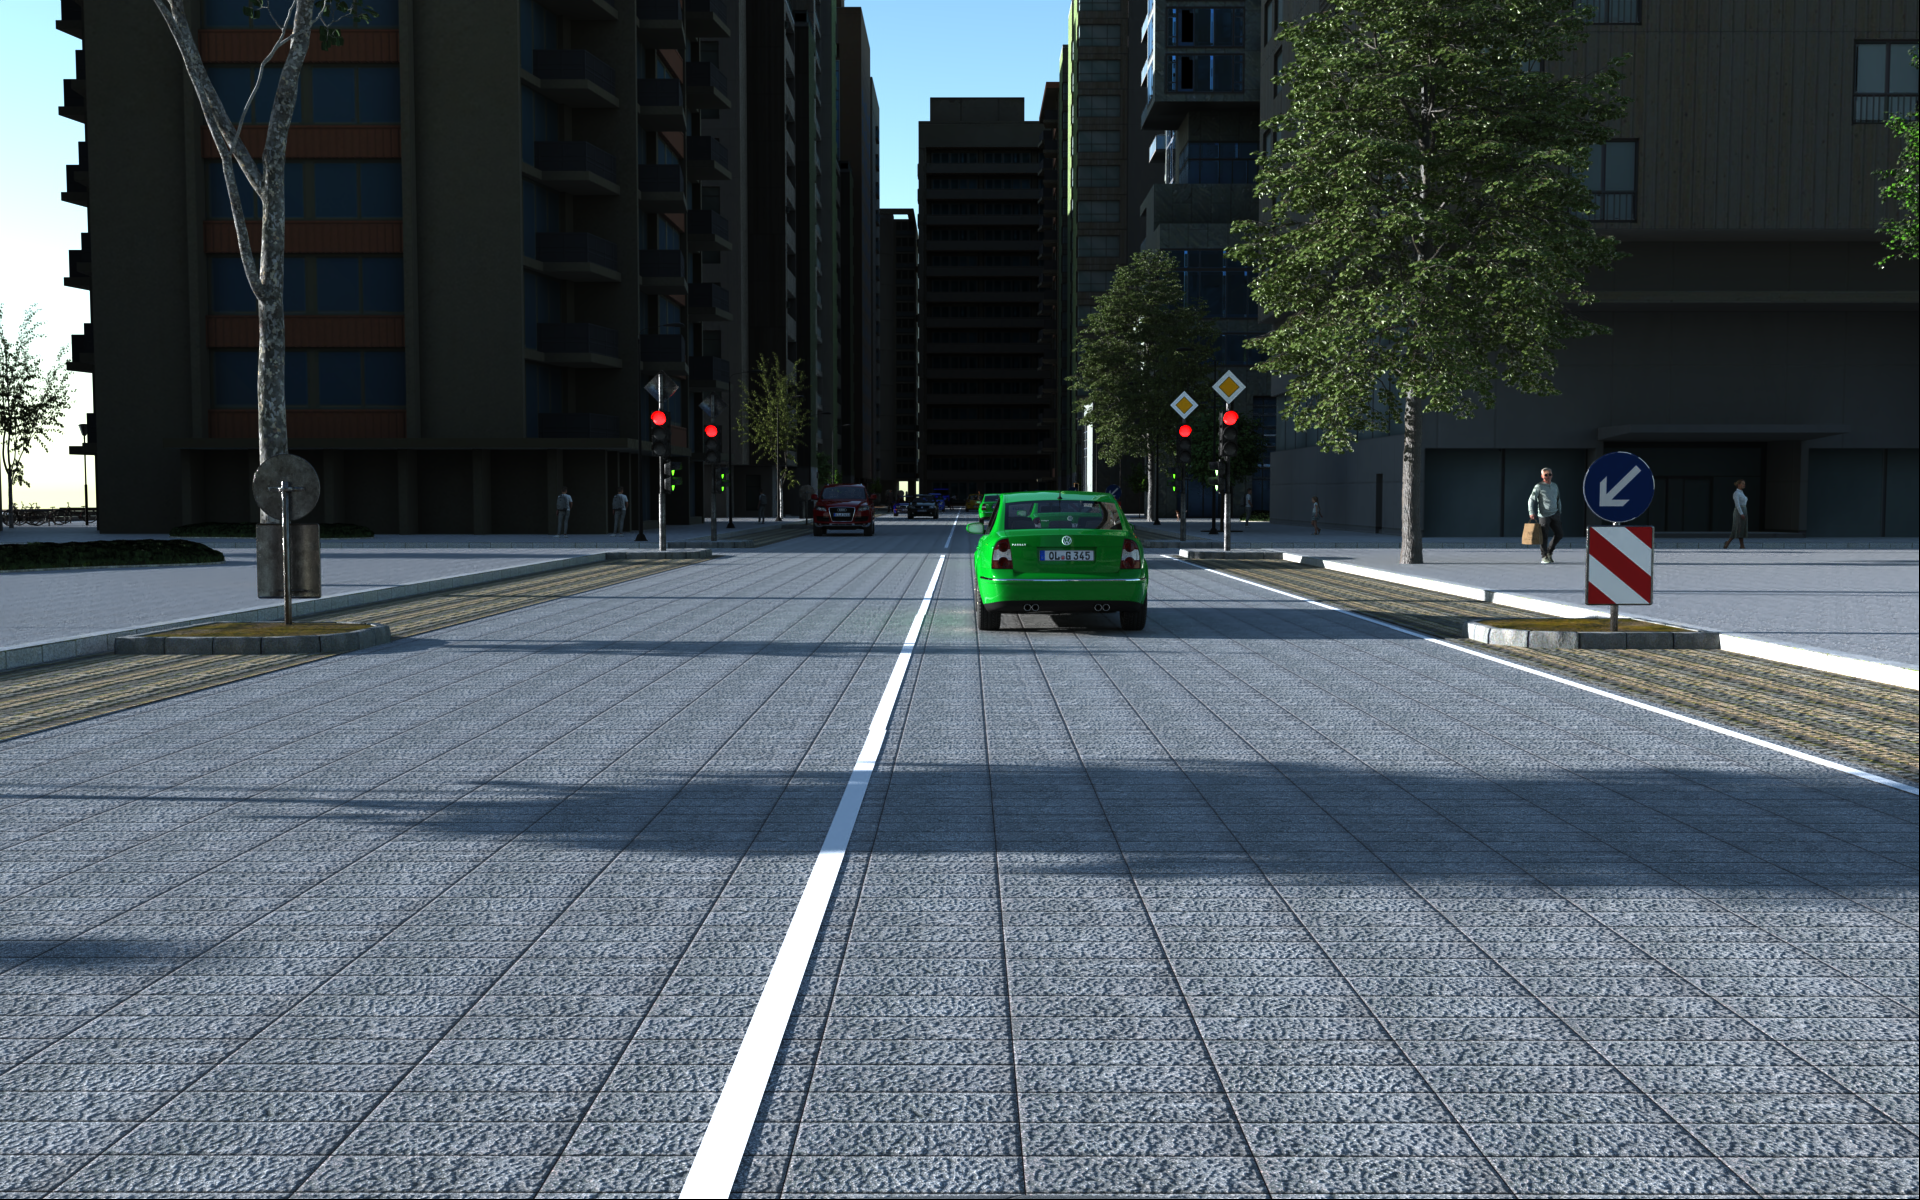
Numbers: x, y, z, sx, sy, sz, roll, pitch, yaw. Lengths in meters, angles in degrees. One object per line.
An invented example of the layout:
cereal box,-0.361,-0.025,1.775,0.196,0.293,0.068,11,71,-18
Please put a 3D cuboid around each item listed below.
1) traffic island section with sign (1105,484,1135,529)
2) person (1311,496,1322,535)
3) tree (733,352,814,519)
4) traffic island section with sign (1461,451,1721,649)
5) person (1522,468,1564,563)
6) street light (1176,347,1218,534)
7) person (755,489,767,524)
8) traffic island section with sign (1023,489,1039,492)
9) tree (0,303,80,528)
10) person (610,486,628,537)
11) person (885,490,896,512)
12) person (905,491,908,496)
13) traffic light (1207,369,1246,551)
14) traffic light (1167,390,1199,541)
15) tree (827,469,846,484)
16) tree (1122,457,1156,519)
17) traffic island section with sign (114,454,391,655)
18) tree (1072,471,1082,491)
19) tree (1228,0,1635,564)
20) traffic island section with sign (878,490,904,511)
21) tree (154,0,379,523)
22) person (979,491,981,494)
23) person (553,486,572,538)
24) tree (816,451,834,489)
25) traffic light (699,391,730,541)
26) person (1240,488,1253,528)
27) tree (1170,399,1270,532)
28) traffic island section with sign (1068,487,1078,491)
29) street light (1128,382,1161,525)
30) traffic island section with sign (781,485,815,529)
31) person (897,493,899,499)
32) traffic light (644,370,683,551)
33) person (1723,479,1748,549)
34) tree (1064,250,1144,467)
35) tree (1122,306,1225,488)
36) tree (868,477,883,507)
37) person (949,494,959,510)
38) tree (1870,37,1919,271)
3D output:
traffic island section with sign,6.197,-3.866,71.839,1.989,1.847,2.006,0,4,0
person,11.215,-2.648,54.352,0.382,1.210,0.505,0,4,7
tree,-9.336,-8.473,88.901,4.737,8.622,4.395,0,3,0
traffic island section with sign,6.009,-0.503,16.848,1.989,1.847,2.006,0,4,0
person,10.804,-1.567,32.149,0.782,1.767,0.515,-1,4,-20
street light,7.544,-5.045,55.022,1.470,5.913,1.316,0,4,0
person,-8.552,-4.029,74.516,0.523,1.515,0.503,0,4,1
traffic island section with sign,6.460,-8.587,149.027,1.989,1.847,2.006,0,4,0
tree,-35.704,-7.037,65.421,4.360,8.622,3.978,0,3,0
person,-10.299,-2.668,52.268,0.503,1.515,0.523,-3,5,-42
person,-5.436,-7.695,134.873,0.990,1.755,0.434,-2,4,-29
person,-5.935,-11.422,195.975,0.721,1.736,1.217,0,4,7
traffic light,6.036,-3.072,39.142,0.839,4.253,0.868,0,4,0
traffic light,6.063,-3.560,47.127,0.839,4.253,0.868,0,4,0
tree,-8.503,-7.722,120.853,1.663,3.219,1.824,0,3,0
tree,9.420,-5.857,90.368,1.663,3.219,1.824,0,3,0
traffic island section with sign,-6.516,-0.469,16.301,1.989,1.847,2.006,0,4,0
tree,8.948,-8.017,125.683,1.663,3.219,1.824,0,3,0
tree,8.585,-6.922,31.297,7.486,12.596,7.792,0,3,0
traffic island section with sign,-6.067,-8.633,149.782,1.989,1.847,2.006,0,4,0
tree,-10.799,-10.325,24.698,12.611,20.169,13.585,0,3,0
person,1.837,-9.590,166.006,1.217,1.735,0.721,2,4,27
person,-11.661,-2.581,50.834,0.523,1.515,0.503,3,5,39
tree,-9.804,-7.868,112.353,4.285,4.588,4.351,0,3,0
traffic light,-6.698,-3.562,47.154,0.839,4.253,0.868,0,4,0
person,10.974,-3.510,66.020,0.523,1.515,0.503,-3,5,-42
tree,8.829,-4.595,58.836,4.285,4.588,4.351,0,3,0
traffic island section with sign,6.291,-5.515,98.794,1.989,1.847,2.006,0,4,0
street light,7.651,-6.072,71.823,1.470,5.913,1.316,0,4,0
traffic island section with sign,-6.329,-3.869,71.891,1.989,1.847,2.006,0,4,0
person,-6.692,-11.041,189.573,0.434,1.755,0.990,0,4,-5
traffic light,-6.725,-3.073,39.169,0.839,4.253,0.868,0,4,0
person,19.378,-2.109,43.200,0.478,1.798,0.641,-3,4,-37
tree,8.570,-9.961,80.986,7.486,12.596,7.792,0,3,0
tree,8.448,-7.135,67.012,4.737,8.622,4.395,0,3,0
tree,-8.403,-11.152,176.939,1.663,3.219,1.824,0,3,0
person,-0.552,-8.668,153.408,0.628,1.438,0.799,3,4,37
tree,21.868,-6.618,33.954,9.928,11.665,9.643,0,3,0
